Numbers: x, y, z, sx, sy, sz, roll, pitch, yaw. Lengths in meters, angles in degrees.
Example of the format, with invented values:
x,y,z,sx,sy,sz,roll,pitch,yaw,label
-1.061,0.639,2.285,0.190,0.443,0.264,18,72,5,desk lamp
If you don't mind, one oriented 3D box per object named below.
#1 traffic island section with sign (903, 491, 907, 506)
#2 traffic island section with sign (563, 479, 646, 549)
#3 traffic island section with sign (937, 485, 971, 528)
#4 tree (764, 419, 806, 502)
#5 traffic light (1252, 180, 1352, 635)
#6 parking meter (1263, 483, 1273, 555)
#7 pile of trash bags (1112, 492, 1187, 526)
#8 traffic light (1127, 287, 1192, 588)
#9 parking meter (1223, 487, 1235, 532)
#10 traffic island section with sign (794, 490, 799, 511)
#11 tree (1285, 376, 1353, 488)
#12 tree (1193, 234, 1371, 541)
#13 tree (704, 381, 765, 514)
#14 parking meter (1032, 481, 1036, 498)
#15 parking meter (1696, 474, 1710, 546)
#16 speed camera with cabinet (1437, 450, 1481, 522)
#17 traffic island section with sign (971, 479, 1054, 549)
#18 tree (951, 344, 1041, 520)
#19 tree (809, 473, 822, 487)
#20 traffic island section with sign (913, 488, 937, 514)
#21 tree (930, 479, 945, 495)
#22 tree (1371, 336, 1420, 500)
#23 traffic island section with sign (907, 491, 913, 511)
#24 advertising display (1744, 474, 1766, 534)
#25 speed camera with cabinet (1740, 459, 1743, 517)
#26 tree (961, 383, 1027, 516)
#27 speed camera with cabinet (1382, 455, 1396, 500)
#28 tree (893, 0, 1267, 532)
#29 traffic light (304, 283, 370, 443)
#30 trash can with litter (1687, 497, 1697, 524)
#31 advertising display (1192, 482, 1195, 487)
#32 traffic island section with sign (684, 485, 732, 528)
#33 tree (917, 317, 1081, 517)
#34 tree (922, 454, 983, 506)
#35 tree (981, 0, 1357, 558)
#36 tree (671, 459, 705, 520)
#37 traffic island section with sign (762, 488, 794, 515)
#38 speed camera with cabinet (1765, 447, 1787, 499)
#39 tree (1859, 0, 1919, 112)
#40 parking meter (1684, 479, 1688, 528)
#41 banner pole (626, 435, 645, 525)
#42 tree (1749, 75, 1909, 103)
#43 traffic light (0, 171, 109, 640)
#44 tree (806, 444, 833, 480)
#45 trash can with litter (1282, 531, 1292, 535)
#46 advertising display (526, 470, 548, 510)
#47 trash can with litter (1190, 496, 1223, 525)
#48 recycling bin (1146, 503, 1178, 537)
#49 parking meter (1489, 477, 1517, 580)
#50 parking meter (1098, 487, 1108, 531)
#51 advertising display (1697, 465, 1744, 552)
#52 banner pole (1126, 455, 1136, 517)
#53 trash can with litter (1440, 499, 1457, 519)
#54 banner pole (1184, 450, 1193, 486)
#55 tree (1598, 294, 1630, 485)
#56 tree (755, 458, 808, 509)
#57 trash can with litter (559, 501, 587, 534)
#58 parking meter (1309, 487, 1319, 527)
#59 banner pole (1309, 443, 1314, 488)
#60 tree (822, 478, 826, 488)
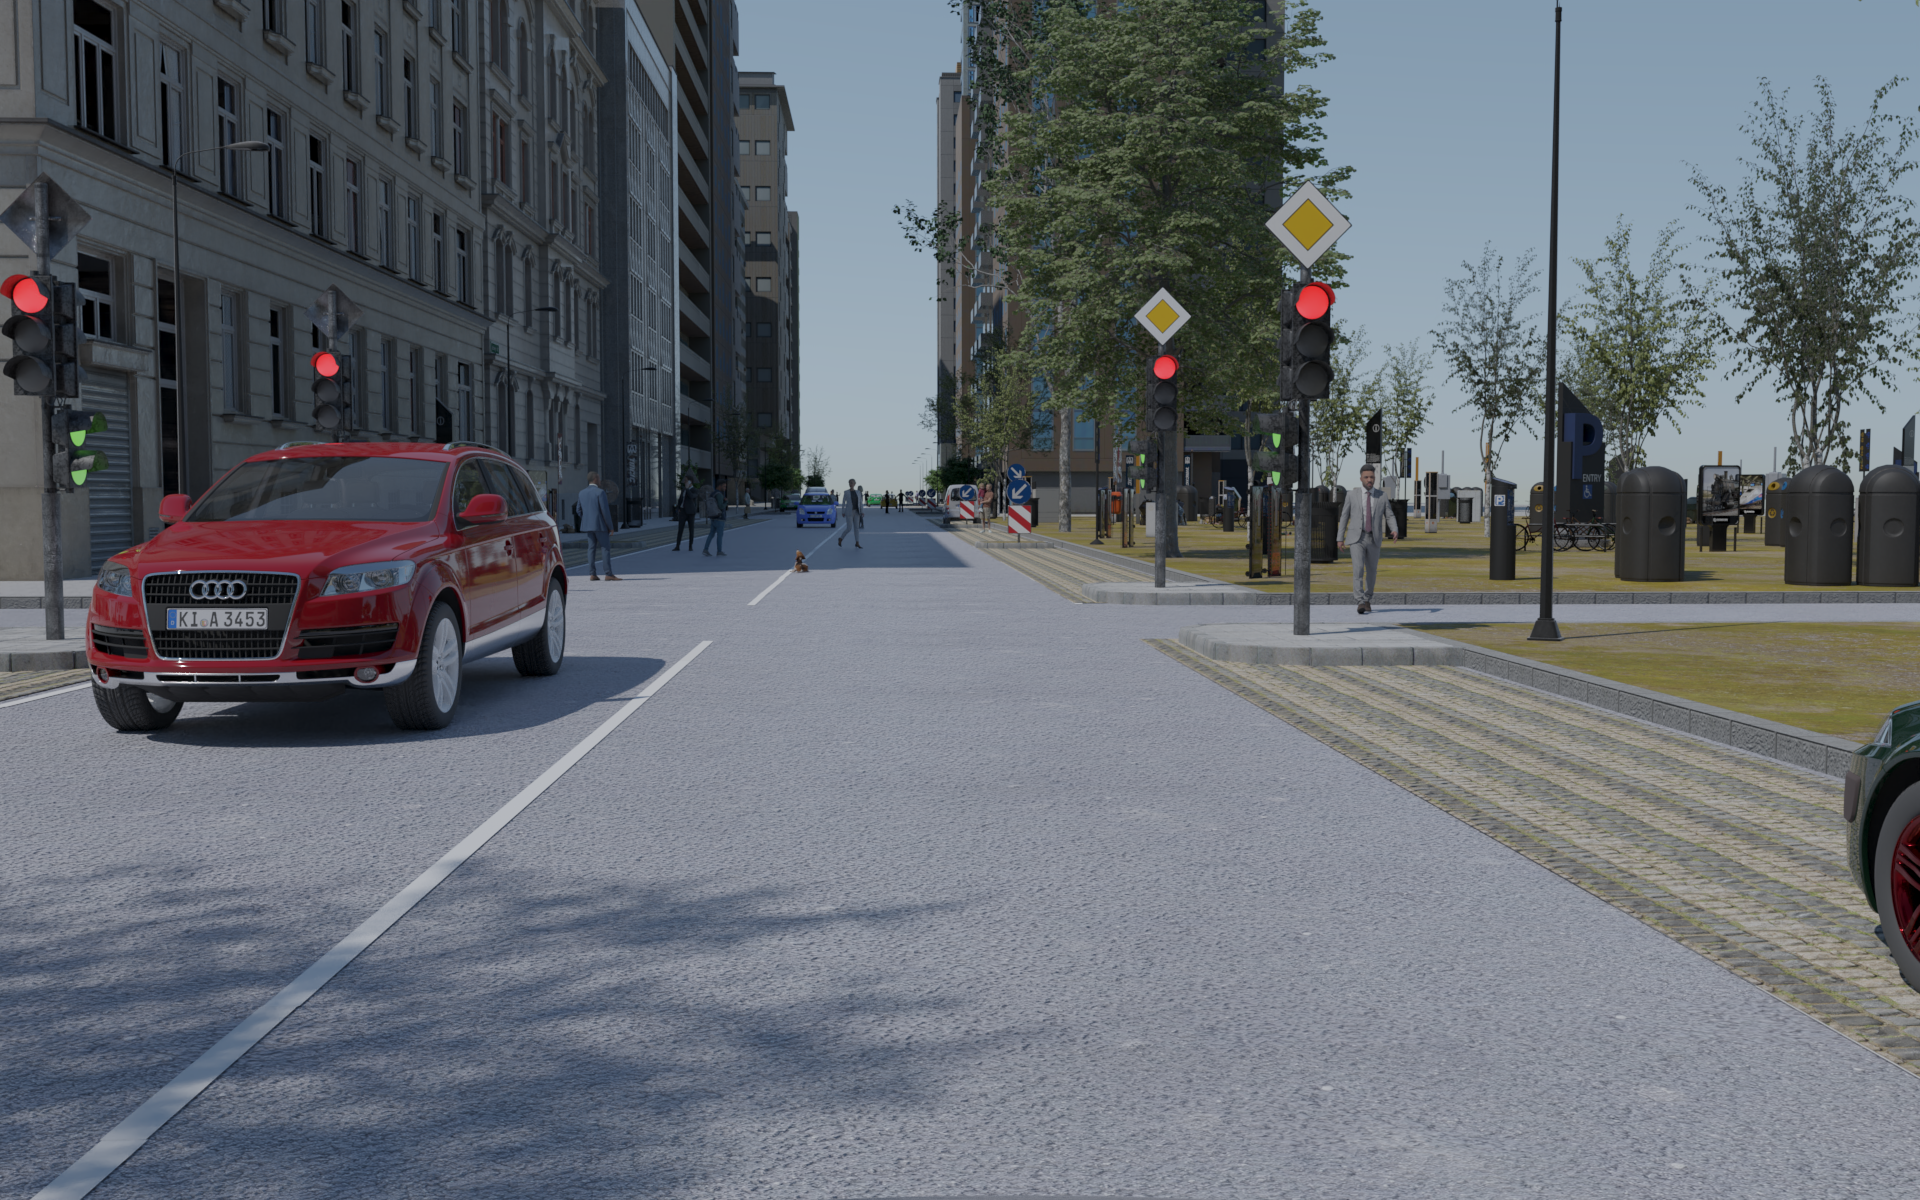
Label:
x,y,z,sx,sy,sz,roll,pitch,yaw,label
-5.954,-12.081,206.154,1.989,1.847,2.006,0,4,-3,traffic island section with sign
-9.427,-2.294,46.134,1.989,1.847,2.006,0,4,-3,traffic island section with sign
0.149,-3.959,73.361,1.989,1.847,2.006,0,4,-3,traffic island section with sign
-17.364,-13.359,168.786,4.737,8.622,4.395,0,3,0,tree
3.094,-1.636,15.667,0.839,4.253,0.868,0,4,-3,traffic light
6.596,-1.739,36.848,0.372,1.533,0.369,0,3,0,parking meter
7.739,-3.772,71.429,3.447,1.369,1.912,2,4,26,pile of trash bags
2.726,-2.124,23.643,0.839,4.253,0.868,0,4,-3,traffic light
9.128,-3.083,58.811,0.372,1.533,0.369,0,3,0,parking meter
-14.165,-8.595,149.161,1.989,1.847,2.006,0,4,-3,traffic island section with sign
19.862,-8.877,95.505,4.360,8.622,3.978,0,3,0,tree
8.142,-5.905,46.905,4.737,8.622,4.395,0,3,0,tree
-14.447,-9.883,111.947,4.360,8.622,3.978,0,3,0,tree
3.205,-4.394,77.556,0.399,1.863,0.255,0,4,-2,parking meter
18.293,-2.249,42.475,0.399,1.863,0.255,0,4,0,parking meter
22.559,-5.153,78.580,2.038,3.252,0.660,0,4,6,speed camera with cabinet
1.410,-2.290,46.076,1.989,1.847,2.006,0,4,-3,traffic island section with sign
1.962,-8.176,84.048,4.737,8.622,4.395,0,3,0,tree
-17.984,-12.377,186.076,4.285,4.588,4.351,0,3,0,tree
-2.164,-7.032,123.596,1.989,1.847,2.006,0,4,-3,traffic island section with sign
-2.092,-11.681,185.585,1.663,3.219,1.824,0,3,0,tree
16.195,-7.546,73.736,4.737,8.622,4.395,0,3,0,tree
-3.406,-8.685,150.621,1.989,1.847,2.006,0,4,-3,traffic island section with sign
25.604,-3.113,56.109,0.123,1.923,0.974,-2,4,-30,advertising display
44.417,-6.356,98.248,0.660,3.252,2.038,2,4,28,speed camera with cabinet
2.056,-9.325,102.829,4.360,8.622,3.978,0,3,0,tree
21.933,-5.800,89.170,0.660,3.252,2.038,0,4,1,speed camera with cabinet
4.105,-12.450,59.443,12.611,20.169,13.585,0,3,0,tree
-8.322,-2.092,23.121,0.839,4.253,0.868,0,4,-3,traffic light
31.205,-3.822,73.871,0.624,1.170,1.055,3,5,39,trash can with litter
12.692,-5.452,94.349,0.123,1.923,0.974,0,4,5,advertising display
-10.654,-3.941,73.062,1.989,1.847,2.006,0,4,-3,traffic island section with sign
1.914,-9.640,92.032,8.767,10.594,7.601,-1,4,-13,tree
0.039,-8.784,127.325,4.285,4.588,4.351,0,3,0,tree
4.100,-7.108,34.350,7.486,12.596,7.792,0,3,0,tree
-13.478,-5.658,87.110,1.663,3.219,1.824,0,3,0,tree
-12.900,-6.912,121.639,1.989,1.847,2.006,0,4,-3,traffic island section with sign
34.737,-4.764,72.220,2.038,3.252,0.660,3,5,45,speed camera with cabinet
6.539,-3.636,9.810,4.737,8.622,4.395,0,3,0,tree
27.603,-3.706,66.297,0.255,1.863,0.399,-3,5,-43,parking meter
-13.641,-5.072,72.944,0.863,3.779,0.401,-1,4,-20,banner pole
14.645,-4.856,29.763,4.360,8.622,3.978,0,3,0,tree
-7.955,-1.604,15.144,0.839,4.253,0.868,0,4,-3,traffic light
-21.270,-18.784,257.476,4.360,8.622,3.978,0,3,0,tree
9.809,-2.633,54.107,1.678,1.210,2.233,1,4,14,trash can with litter
-11.375,-2.526,46.513,0.123,1.923,0.974,1,4,18,advertising display
10.697,-3.797,73.139,1.678,1.210,2.233,-1,4,-14,trash can with litter
5.994,-2.376,51.398,0.722,1.027,0.722,3,4,36,recycling bin
8.106,-1.066,25.843,0.372,1.533,0.369,0,3,0,parking meter
4.915,-3.135,59.663,0.372,1.533,0.369,0,3,0,parking meter
16.846,-2.033,38.446,0.974,1.923,0.123,-1,4,-12,advertising display
9.732,-6.586,97.697,0.863,3.779,0.401,0,4,-5,banner pole
25.458,-4.821,89.887,2.233,1.210,1.678,2,4,30,trash can with litter
12.925,-6.585,97.685,0.401,3.779,0.863,-2,4,-34,banner pole
23.839,-6.809,61.692,4.360,8.622,3.978,0,3,0,tree
-16.675,-10.438,154.380,4.285,4.588,4.351,0,3,0,tree
-12.527,-2.764,56.575,0.624,1.170,1.055,3,4,38,trash can with litter
13.602,-3.558,66.580,0.372,1.533,0.369,0,3,0,parking meter
16.992,-5.768,84.321,0.401,3.779,0.863,-3,4,-37,banner pole
-20.815,-16.182,248.295,4.285,4.588,4.351,0,3,0,tree
